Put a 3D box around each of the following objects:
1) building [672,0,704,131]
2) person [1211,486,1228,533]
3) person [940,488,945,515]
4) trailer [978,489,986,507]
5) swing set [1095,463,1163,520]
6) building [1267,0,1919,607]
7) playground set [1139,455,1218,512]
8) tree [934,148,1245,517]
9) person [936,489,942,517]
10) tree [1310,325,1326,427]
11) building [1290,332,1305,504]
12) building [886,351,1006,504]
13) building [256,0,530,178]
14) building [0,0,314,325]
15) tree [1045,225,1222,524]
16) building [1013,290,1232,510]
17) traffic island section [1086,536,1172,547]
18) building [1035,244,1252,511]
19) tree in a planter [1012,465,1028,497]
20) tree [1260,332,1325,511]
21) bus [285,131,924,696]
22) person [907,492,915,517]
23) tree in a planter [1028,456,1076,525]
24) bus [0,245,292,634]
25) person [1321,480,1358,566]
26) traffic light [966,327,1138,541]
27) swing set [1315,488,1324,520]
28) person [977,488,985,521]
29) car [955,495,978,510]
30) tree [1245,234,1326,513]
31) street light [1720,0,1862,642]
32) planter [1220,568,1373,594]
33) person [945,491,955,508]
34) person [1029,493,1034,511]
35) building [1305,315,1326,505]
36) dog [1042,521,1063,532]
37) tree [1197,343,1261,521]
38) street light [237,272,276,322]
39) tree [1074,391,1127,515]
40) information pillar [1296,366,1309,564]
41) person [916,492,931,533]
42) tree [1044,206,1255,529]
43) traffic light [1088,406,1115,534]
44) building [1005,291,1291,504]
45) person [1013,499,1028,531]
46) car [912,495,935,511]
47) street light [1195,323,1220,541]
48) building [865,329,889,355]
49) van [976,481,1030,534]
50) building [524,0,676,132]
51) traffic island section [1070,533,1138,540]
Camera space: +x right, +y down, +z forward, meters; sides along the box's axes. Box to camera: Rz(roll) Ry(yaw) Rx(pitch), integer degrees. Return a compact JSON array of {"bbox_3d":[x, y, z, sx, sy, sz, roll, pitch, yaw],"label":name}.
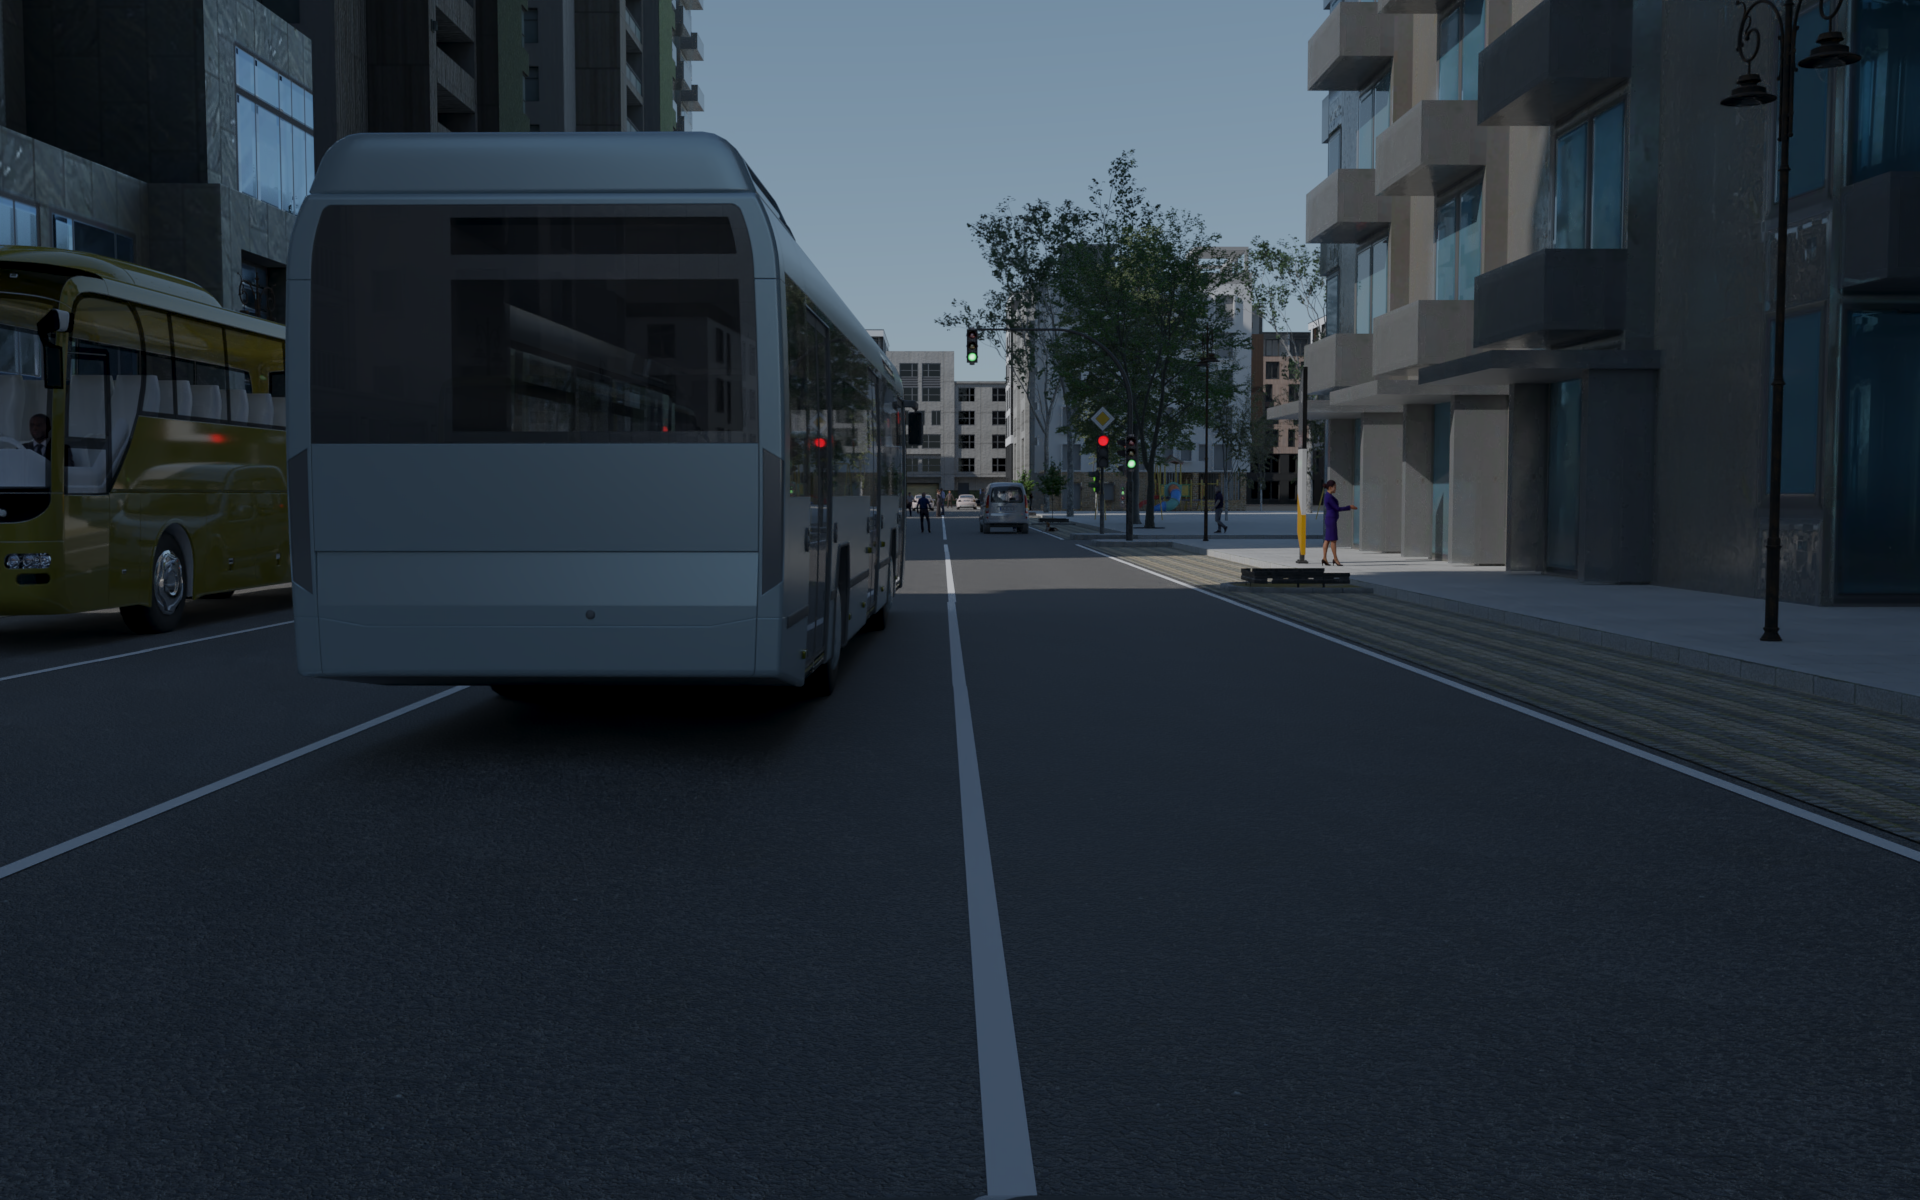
[{"bbox_3d":[-28.842,-30.167,112.838,23.786,49.044,30.456,0,4,-1],"label":"building"},{"bbox_3d":[8.500,-2.961,56.663,0.471,1.553,0.569,3,5,44],"label":"person"},{"bbox_3d":[-1.320,-6.600,116.286,0.599,1.838,0.709,0,4,7],"label":"person"},{"bbox_3d":[2.710,-11.341,192.480,1.471,1.999,3.904,0,4,-1],"label":"trailer"},{"bbox_3d":[8.250,-5.409,86.062,3.119,2.851,2.862,0,4,-6],"label":"swing set"},{"bbox_3d":[19.176,-25.173,31.187,23.786,49.044,30.456,0,4,-1],"label":"building"},{"bbox_3d":[15.783,-8.666,128.471,5.637,4.214,5.302,-1,4,-10],"label":"playground set"},{"bbox_3d":[6.869,-14.689,96.048,12.611,20.169,13.585,0,3,0],"label":"tree"},{"bbox_3d":[-1.265,-6.009,107.553,0.445,1.727,0.742,-1,4,-10],"label":"person"},{"bbox_3d":[13.898,-6.611,58.449,4.737,8.622,4.395,0,3,0],"label":"tree"},{"bbox_3d":[49.890,-23.535,228.775,32.646,21.610,27.936,0,4,-1],"label":"building"},{"bbox_3d":[6.512,-21.787,222.671,31.486,18.905,16.747,0,4,-1],"label":"building"},{"bbox_3d":[-23.855,-17.706,61.188,14.160,30.474,14.107,0,4,-1],"label":"building"},{"bbox_3d":[-30.833,-44.200,35.341,31.000,86.520,22.319,0,4,-1],"label":"building"},{"bbox_3d":[7.428,-9.491,73.303,7.486,12.596,7.792,0,3,0],"label":"tree"},{"bbox_3d":[13.912,-17.847,158.263,16.747,18.905,31.486,0,4,-1],"label":"building"},{"bbox_3d":[4.679,-1.556,47.716,2.009,0.180,2.903,0,4,-1],"label":"traffic island section"},{"bbox_3d":[14.032,-17.151,136.833,16.016,20.091,11.380,0,4,-1],"label":"building"},{"bbox_3d":[3.994,-6.749,107.564,1.991,3.239,1.994,0,4,-1],"label":"tree in a planter"},{"bbox_3d":[16.053,-7.676,75.868,4.360,8.622,3.978,0,3,0],"label":"tree"},{"bbox_3d":[-2.041,-1.259,15.452,2.948,3.499,13.247,0,4,1],"label":"bus"},{"bbox_3d":[-3.135,-6.064,109.863,0.614,1.554,0.590,2,4,29],"label":"person"},{"bbox_3d":[4.301,-5.079,80.268,1.991,3.239,1.994,0,4,-1],"label":"tree in a planter"},{"bbox_3d":[-9.452,-1.800,20.973,2.896,3.916,12.252,0,4,-2],"label":"bus"},{"bbox_3d":[6.719,-1.370,30.820,0.546,1.535,0.453,-1,4,-16],"label":"person"},{"bbox_3d":[2.548,-4.451,47.436,4.771,5.953,1.251,0,4,-1],"label":"traffic light"},{"bbox_3d":[20.018,-5.480,87.226,3.119,2.851,2.862,3,5,42],"label":"swing set"},{"bbox_3d":[1.260,-5.067,91.898,0.434,1.755,0.990,-3,4,-38],"label":"person"},{"bbox_3d":[0.609,-9.080,160.822,2.083,1.381,4.827,0,4,-1],"label":"car"},{"bbox_3d":[24.860,-15.865,115.287,12.611,20.169,13.585,0,3,0],"label":"tree"},{"bbox_3d":[7.089,-2.579,14.961,0.468,5.910,1.993,0,4,-1],"label":"street light"},{"bbox_3d":[4.918,-0.283,25.766,1.991,0.319,1.994,0,4,-1],"label":"planter"},{"bbox_3d":[-1.039,-10.364,178.505,0.990,1.755,0.434,1,4,12],"label":"person"},{"bbox_3d":[5.525,-7.756,133.675,0.721,1.723,1.217,-1,4,-9],"label":"person"},{"bbox_3d":[57.985,-21.382,193.570,32.646,21.610,27.936,0,4,-1],"label":"building"},{"bbox_3d":[3.504,-2.783,65.700,0.748,0.427,0.550,1,4,19],"label":"dog"},{"bbox_3d":[13.001,-8.110,82.956,4.360,8.622,3.978,0,3,0],"label":"tree"},{"bbox_3d":[-14.637,-3.880,36.233,0.468,5.910,1.993,0,4,-1],"label":"street light"},{"bbox_3d":[8.759,-9.634,107.873,4.737,8.622,4.395,0,3,0],"label":"tree"},{"bbox_3d":[6.327,-2.486,31.997,0.183,3.616,0.504,0,4,2],"label":"information pillar"},{"bbox_3d":[-1.266,-3.258,64.455,0.574,1.496,0.600,2,4,27],"label":"person"},{"bbox_3d":[6.974,-8.455,63.996,9.928,11.665,9.643,0,3,0],"label":"tree"},{"bbox_3d":[4.548,-4.077,55.586,0.839,4.253,0.868,0,4,-1],"label":"traffic light"},{"bbox_3d":[18.855,-21.221,190.932,27.936,21.610,32.646,0,4,-1],"label":"building"},{"bbox_3d":[2.330,-3.544,67.383,0.756,1.711,0.436,0,4,-8],"label":"person"},{"bbox_3d":[-3.166,-8.309,148.221,2.083,1.381,4.827,0,4,-2],"label":"car"},{"bbox_3d":[6.694,-4.539,46.994,0.468,5.910,1.993,0,4,-1],"label":"street light"},{"bbox_3d":[-25.900,-23.512,228.391,32.646,21.610,27.936,0,4,-1],"label":"building"},{"bbox_3d":[1.608,-3.483,63.966,2.013,2.044,4.112,0,4,-2],"label":"van"},{"bbox_3d":[-21.670,-24.425,82.942,14.154,41.232,14.086,0,4,-1],"label":"building"},{"bbox_3d":[4.588,-2.044,55.700,2.009,0.180,2.903,0,4,-1],"label":"traffic island section"}]
